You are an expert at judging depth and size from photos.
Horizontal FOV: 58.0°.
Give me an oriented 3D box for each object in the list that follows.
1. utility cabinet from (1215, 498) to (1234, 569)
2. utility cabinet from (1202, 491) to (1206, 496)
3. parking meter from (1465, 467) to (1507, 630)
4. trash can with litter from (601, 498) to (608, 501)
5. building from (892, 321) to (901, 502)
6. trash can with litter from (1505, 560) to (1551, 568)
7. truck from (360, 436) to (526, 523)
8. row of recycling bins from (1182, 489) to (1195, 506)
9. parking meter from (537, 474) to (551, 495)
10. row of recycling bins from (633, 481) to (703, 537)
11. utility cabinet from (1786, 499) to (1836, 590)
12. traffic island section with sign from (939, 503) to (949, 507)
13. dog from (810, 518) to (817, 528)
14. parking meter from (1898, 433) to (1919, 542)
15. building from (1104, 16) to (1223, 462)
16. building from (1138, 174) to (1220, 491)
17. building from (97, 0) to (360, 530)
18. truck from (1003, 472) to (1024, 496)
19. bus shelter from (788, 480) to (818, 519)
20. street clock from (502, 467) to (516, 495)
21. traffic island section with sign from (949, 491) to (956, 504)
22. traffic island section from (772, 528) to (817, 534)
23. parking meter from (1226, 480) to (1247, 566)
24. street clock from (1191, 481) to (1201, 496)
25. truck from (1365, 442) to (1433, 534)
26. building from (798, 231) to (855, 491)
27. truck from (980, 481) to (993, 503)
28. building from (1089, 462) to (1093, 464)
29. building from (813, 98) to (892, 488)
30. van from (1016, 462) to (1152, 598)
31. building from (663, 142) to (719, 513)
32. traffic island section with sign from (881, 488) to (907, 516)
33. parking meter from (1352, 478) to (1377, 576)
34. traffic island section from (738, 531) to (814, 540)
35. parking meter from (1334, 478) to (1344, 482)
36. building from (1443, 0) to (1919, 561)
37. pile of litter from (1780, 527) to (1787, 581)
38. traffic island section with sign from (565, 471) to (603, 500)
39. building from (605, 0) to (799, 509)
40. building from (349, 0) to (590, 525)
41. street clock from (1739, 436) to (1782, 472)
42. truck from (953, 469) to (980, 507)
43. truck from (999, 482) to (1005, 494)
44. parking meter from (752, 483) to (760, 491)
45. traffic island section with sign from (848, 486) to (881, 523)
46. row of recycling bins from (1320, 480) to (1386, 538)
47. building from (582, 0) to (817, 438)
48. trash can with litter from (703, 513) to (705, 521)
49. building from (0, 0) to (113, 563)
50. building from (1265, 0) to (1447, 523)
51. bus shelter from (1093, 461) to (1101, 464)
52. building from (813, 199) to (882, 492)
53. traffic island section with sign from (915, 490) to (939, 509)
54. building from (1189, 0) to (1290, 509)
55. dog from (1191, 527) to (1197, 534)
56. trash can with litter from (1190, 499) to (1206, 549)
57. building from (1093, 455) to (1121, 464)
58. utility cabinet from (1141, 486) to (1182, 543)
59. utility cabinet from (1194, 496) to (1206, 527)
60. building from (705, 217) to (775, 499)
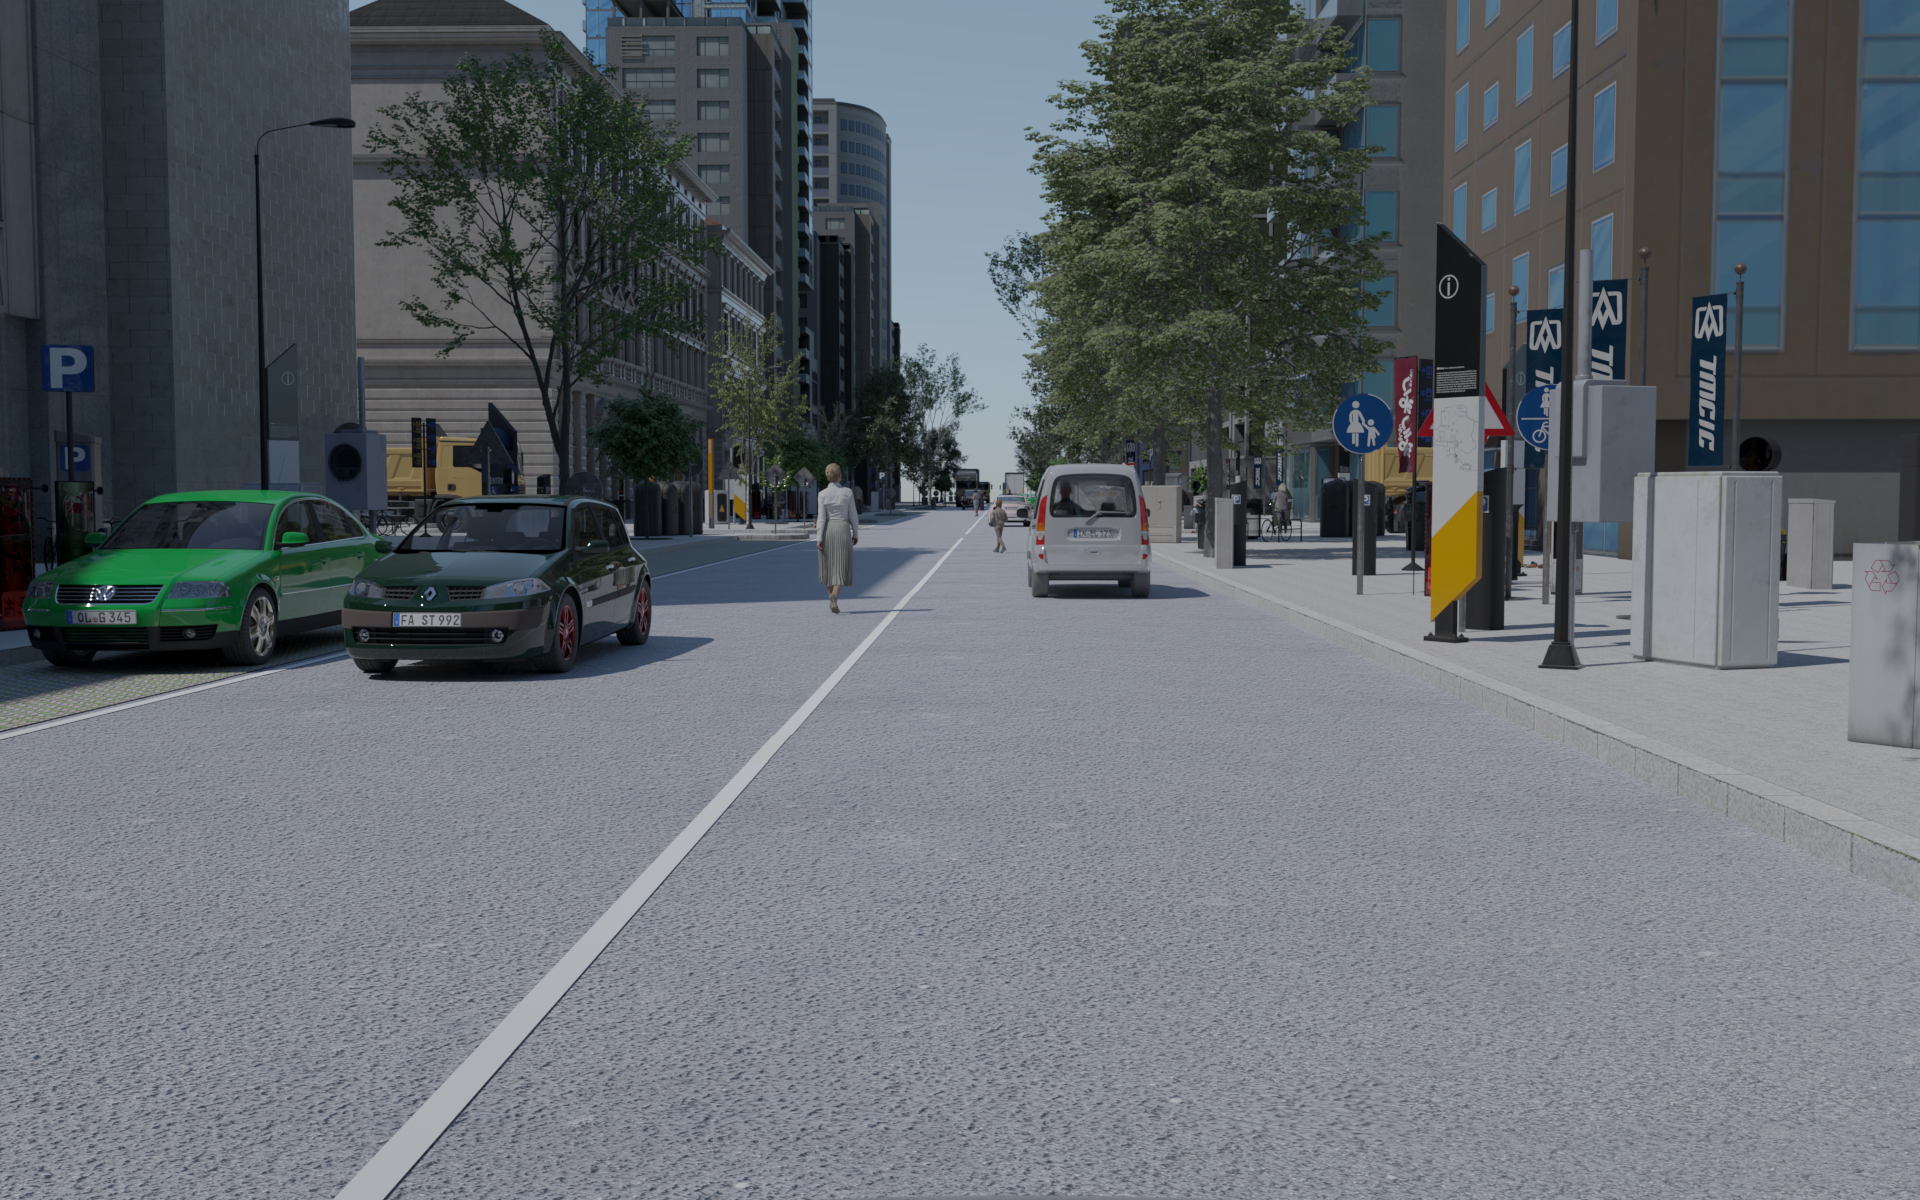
[{"bbox_3d":[4.604,-1.161,30.142,0.306,1.237,1.020,0,4,6],"label":"utility cabinet"},{"bbox_3d":[16.555,-6.623,116.967,0.318,1.500,1.173,0,4,-3],"label":"utility cabinet"},{"bbox_3d":[4.986,-0.491,16.442,0.372,1.533,0.369,0,3,0],"label":"parking meter"},{"bbox_3d":[-9.342,-1.984,43.825,1.055,1.170,0.624,1,4,20],"label":"trash can with litter"},{"bbox_3d":[-16.986,-31.127,280.620,14.160,30.474,14.107,0,4,1],"label":"building"},{"bbox_3d":[9.779,-1.168,30.153,2.233,1.210,1.678,0,4,-5],"label":"trash can with litter"},{"bbox_3d":[-19.003,-3.857,58.979,9.791,3.379,3.469,0,4,2],"label":"truck"},{"bbox_3d":[15.353,-7.165,124.255,3.534,1.692,1.069,-1,4,-15],"label":"row of recycling bins"},{"bbox_3d":[-12.104,-2.733,50.400,0.255,1.863,0.399,1,4,21],"label":"parking meter"},{"bbox_3d":[-9.014,-2.862,53.908,1.069,1.692,3.534,1,4,19],"label":"row of recycling bins"},{"bbox_3d":[11.655,-0.768,23.725,0.306,1.237,1.020,1,4,8],"label":"utility cabinet"},{"bbox_3d":[-2.559,-11.101,190.121,1.989,1.847,2.006,0,4,1],"label":"traffic island section with sign"},{"bbox_3d":[-5.946,-3.210,72.671,0.550,0.427,0.748,-3,4,-38],"label":"dog"},{"bbox_3d":[9.342,-0.677,16.785,0.399,1.863,0.255,0,4,-2],"label":"parking meter"},{"bbox_3d":[30.902,-36.777,190.535,28.713,52.752,27.495,0,4,1],"label":"building"},{"bbox_3d":[23.316,-23.529,156.402,14.160,30.474,14.107,0,4,1],"label":"building"},{"bbox_3d":[-24.830,-11.421,41.487,16.860,20.320,10.420,0,4,1],"label":"building"},{"bbox_3d":[7.132,-14.637,228.226,2.839,4.237,11.283,0,4,1],"label":"truck"},{"bbox_3d":[-8.058,-5.995,91.934,2.014,3.302,5.546,0,4,1],"label":"bus shelter"},{"bbox_3d":[-12.138,-2.574,46.650,0.358,2.002,0.471,0,4,-5],"label":"street clock"},{"bbox_3d":[-1.205,-14.462,245.074,1.989,1.847,2.006,0,4,1],"label":"traffic island section with sign"},{"bbox_3d":[-5.696,-2.499,63.143,2.009,0.180,2.903,0,4,1],"label":"traffic island section"},{"bbox_3d":[4.940,-1.382,31.001,0.372,1.533,0.369,0,3,0],"label":"parking meter"},{"bbox_3d":[12.758,-5.449,93.659,0.471,2.002,0.358,-1,4,-12],"label":"street clock"},{"bbox_3d":[18.758,-3.831,58.566,9.791,3.379,3.469,0,4,1],"label":"truck"},{"bbox_3d":[-19.196,-25.691,191.751,14.160,30.474,14.107,0,4,1],"label":"building"},{"bbox_3d":[3.353,-16.607,267.449,3.469,3.379,9.791,0,4,2],"label":"truck"},{"bbox_3d":[26.314,-29.806,259.034,14.160,30.474,14.107,0,4,1],"label":"building"},{"bbox_3d":[-21.567,-43.817,258.413,21.231,58.520,28.212,0,4,1],"label":"building"},{"bbox_3d":[1.837,-1.123,25.366,2.013,2.044,4.112,0,4,1],"label":"van"},{"bbox_3d":[-21.115,-16.638,100.903,11.050,23.489,19.941,0,4,1],"label":"building"},{"bbox_3d":[-4.472,-6.383,112.989,1.989,1.847,2.006,0,4,1],"label":"traffic island section with sign"},{"bbox_3d":[6.381,-1.156,27.316,0.372,1.533,0.369,0,3,0],"label":"parking meter"},{"bbox_3d":[-5.893,-2.011,55.161,2.009,0.180,2.903,0,4,1],"label":"traffic island section"},{"bbox_3d":[14.050,-3.571,64.093,0.399,1.863,0.255,-2,4,-25],"label":"parking meter"},{"bbox_3d":[19.685,-23.746,38.365,14.600,45.320,14.200,0,4,1],"label":"building"},{"bbox_3d":[11.903,-0.726,25.829,1.719,0.858,1.176,0,4,6],"label":"pile of litter"},{"bbox_3d":[-6.522,-1.290,29.724,1.989,1.847,2.006,0,4,1],"label":"traffic island section with sign"},{"bbox_3d":[-21.339,-28.284,146.043,14.154,41.232,14.086,0,4,1],"label":"building"},{"bbox_3d":[-21.491,-15.420,81.002,11.050,23.489,19.941,0,4,1],"label":"building"},{"bbox_3d":[10.011,-1.051,21.753,0.358,2.002,0.471,-3,5,-40],"label":"street clock"},{"bbox_3d":[0.836,-12.467,192.753,2.839,4.237,11.283,0,4,2],"label":"truck"},{"bbox_3d":[8.227,-17.498,282.014,3.469,3.379,9.791,0,3,0],"label":"truck"},{"bbox_3d":[-10.472,-5.081,88.787,0.399,1.863,0.255,3,5,44],"label":"parking meter"},{"bbox_3d":[-5.135,-4.735,86.042,1.989,1.847,2.006,0,4,1],"label":"traffic island section with sign"},{"bbox_3d":[11.952,-2.771,52.425,1.069,1.692,3.534,3,4,37],"label":"row of recycling bins"},{"bbox_3d":[-24.771,-52.293,167.659,22.319,86.520,31.000,0,4,1],"label":"building"},{"bbox_3d":[-11.783,-4.269,81.182,1.055,1.170,0.624,3,5,42],"label":"trash can with litter"},{"bbox_3d":[-22.959,-12.579,23.694,12.078,24.808,19.932,0,4,1],"label":"building"},{"bbox_3d":[29.671,-28.169,80.170,30.456,49.044,23.786,0,4,1],"label":"building"},{"bbox_3d":[7.382,-6.521,100.546,2.014,3.302,5.546,0,4,2],"label":"bus shelter"},{"bbox_3d":[-18.101,-33.835,236.793,14.154,41.232,14.086,0,4,1],"label":"building"},{"bbox_3d":[-3.236,-9.430,162.804,1.989,1.847,2.006,0,4,1],"label":"traffic island section with sign"},{"bbox_3d":[27.515,-41.700,120.049,20.563,71.187,20.611,0,4,1],"label":"building"},{"bbox_3d":[8.147,-2.450,60.252,0.748,0.427,0.550,-1,4,-10],"label":"dog"},{"bbox_3d":[5.930,-1.765,40.242,1.055,1.170,0.624,-2,4,-24],"label":"trash can with litter"},{"bbox_3d":[25.741,-34.282,244.104,14.154,41.232,14.086,0,4,1],"label":"building"},{"bbox_3d":[5.222,-2.247,45.413,1.173,1.500,0.318,3,4,36],"label":"utility cabinet"},{"bbox_3d":[9.509,-3.490,68.231,0.306,1.237,1.020,-1,4,-14],"label":"utility cabinet"},{"bbox_3d":[-20.126,-17.447,121.420,11.583,22.565,21.152,0,4,1],"label":"building"}]
